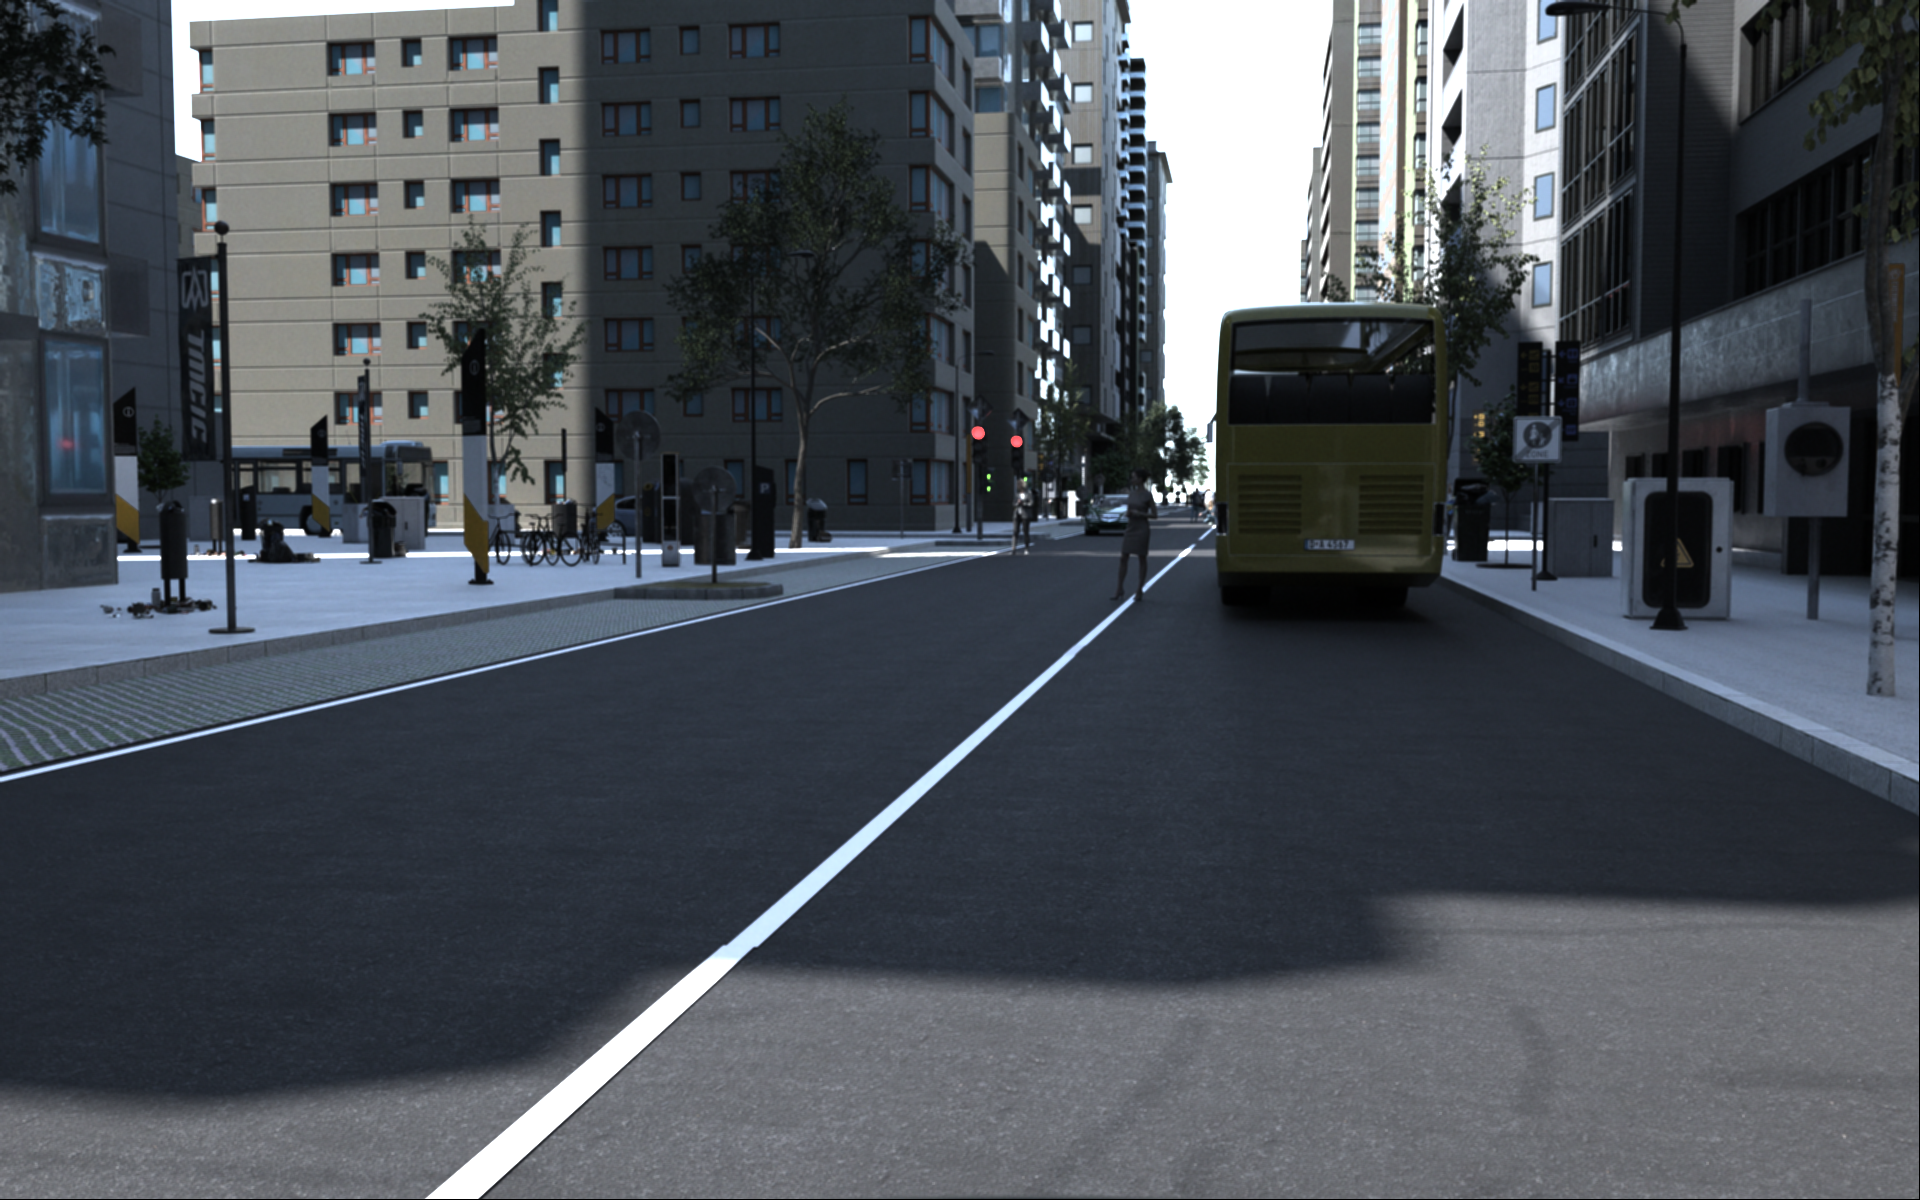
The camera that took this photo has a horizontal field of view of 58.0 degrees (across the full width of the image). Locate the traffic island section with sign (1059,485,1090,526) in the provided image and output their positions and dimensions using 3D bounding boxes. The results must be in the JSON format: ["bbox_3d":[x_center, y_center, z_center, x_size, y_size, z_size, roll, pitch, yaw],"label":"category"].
[{"bbox_3d":[5.586,-4.280,78.605,1.989,1.847,2.006,1,4,10],"label":"traffic island section with sign"}]

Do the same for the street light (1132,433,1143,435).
[{"bbox_3d":[13.216,-9.751,131.972,1.470,5.913,1.316,1,4,10],"label":"street light"}]

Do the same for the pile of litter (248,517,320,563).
[{"bbox_3d":[-12.780,-1.146,32.695,1.176,0.858,1.719,-3,4,-37],"label":"pile of litter"}]

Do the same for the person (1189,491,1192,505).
[{"bbox_3d":[28.966,-12.808,218.000,1.348,1.812,0.705,-3,5,-41],"label":"person"}]

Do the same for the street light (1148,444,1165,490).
[{"bbox_3d":[18.096,-11.562,161.585,1.470,5.913,1.316,1,4,10],"label":"street light"}]

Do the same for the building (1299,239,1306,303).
[{"bbox_3d":[61.184,-36.295,277.013,14.154,41.232,14.086,1,4,10],"label":"building"}]

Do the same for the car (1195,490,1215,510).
[{"bbox_3d":[22.261,-9.055,156.715,2.281,1.827,5.304,0,4,8],"label":"car"}]

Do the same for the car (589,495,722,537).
[{"bbox_3d":[-9.131,-2.529,53.344,4.499,1.417,2.014,1,4,11],"label":"car"}]

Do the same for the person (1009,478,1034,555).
[{"bbox_3d":[1.475,-1.974,40.959,0.537,1.800,0.526,2,4,34],"label":"person"}]

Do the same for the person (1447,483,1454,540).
[{"bbox_3d":[14.733,-2.661,52.191,0.537,1.800,0.526,0,4,7],"label":"person"}]

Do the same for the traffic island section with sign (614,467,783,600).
[{"bbox_3d":[-3.566,-0.956,24.258,1.989,1.847,2.006,1,4,10],"label":"traffic island section with sign"}]

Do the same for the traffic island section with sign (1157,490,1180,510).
[{"bbox_3d":[18.421,-8.947,154.910,1.989,1.847,2.006,1,4,10],"label":"traffic island section with sign"}]

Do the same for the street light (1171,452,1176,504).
[{"bbox_3d":[23.096,-13.359,190.957,1.470,5.913,1.316,1,4,10],"label":"street light"}]

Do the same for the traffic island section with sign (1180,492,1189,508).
[{"bbox_3d":[22.898,-10.573,181.493,1.989,1.847,2.006,1,4,10],"label":"traffic island section with sign"}]

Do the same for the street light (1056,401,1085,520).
[{"bbox_3d":[5.519,-6.982,86.694,1.470,5.913,1.316,1,4,10],"label":"street light"}]

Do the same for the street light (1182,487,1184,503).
[{"bbox_3d":[26.961,-14.767,213.977,1.470,5.913,1.316,1,4,10],"label":"street light"}]

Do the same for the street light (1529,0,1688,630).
[{"bbox_3d":[6.209,-2.682,16.388,1.470,5.913,1.316,1,4,10],"label":"street light"}]

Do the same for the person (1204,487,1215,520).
[{"bbox_3d":[13.412,-5.187,93.537,0.641,1.798,0.478,-1,4,-22],"label":"person"}]

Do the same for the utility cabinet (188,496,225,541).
[{"bbox_3d":[-20.389,-2.197,47.079,1.020,1.237,0.306,0,4,-4],"label":"utility cabinet"}]

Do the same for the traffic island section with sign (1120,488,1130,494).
[{"bbox_3d":[10.086,-5.915,105.334,1.989,1.847,2.006,1,4,10],"label":"traffic island section with sign"}]

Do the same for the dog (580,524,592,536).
[{"bbox_3d":[-11.695,-2.163,54.649,0.406,0.507,0.540,1,4,9],"label":"dog"}]

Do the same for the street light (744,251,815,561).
[{"bbox_3d":[-3.463,-3.718,33.328,1.470,5.913,1.316,1,4,10],"label":"street light"}]

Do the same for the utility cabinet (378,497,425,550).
[{"bbox_3d":[-12.844,-1.754,39.840,1.020,1.237,0.306,1,4,12],"label":"utility cabinet"}]

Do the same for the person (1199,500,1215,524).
[{"bbox_3d":[11.862,-4.163,82.064,0.738,1.151,1.012,-1,4,-19],"label":"person"}]

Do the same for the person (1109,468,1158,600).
[{"bbox_3d":[2.347,-0.888,23.366,0.599,1.781,0.374,3,5,43],"label":"person"}]

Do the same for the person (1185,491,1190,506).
[{"bbox_3d":[24.575,-10.864,186.852,0.721,1.736,1.217,2,4,28],"label":"person"}]

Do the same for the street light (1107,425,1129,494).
[{"bbox_3d":[10.475,-8.775,116.018,1.470,5.913,1.316,1,4,10],"label":"street light"}]

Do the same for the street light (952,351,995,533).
[{"bbox_3d":[0.433,-5.136,56.507,1.470,5.913,1.316,1,4,10],"label":"street light"}]

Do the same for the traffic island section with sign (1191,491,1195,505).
[{"bbox_3d":[32.133,-13.933,236.428,1.989,1.847,2.006,1,4,10],"label":"traffic island section with sign"}]

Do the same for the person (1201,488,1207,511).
[{"bbox_3d":[17.792,-7.165,125.416,0.659,1.850,0.755,3,4,37],"label":"person"}]

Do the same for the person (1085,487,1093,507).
[{"bbox_3d":[6.102,-4.552,83.175,0.600,1.795,0.529,0,4,7],"label":"person"}]

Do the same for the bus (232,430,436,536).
[{"bbox_3d":[-22.969,-3.772,56.538,13.247,3.499,2.948,1,4,11],"label":"bus"}]

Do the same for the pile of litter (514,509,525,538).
[{"bbox_3d":[-13.279,-2.238,50.559,1.176,0.858,1.719,-2,4,-33],"label":"pile of litter"}]

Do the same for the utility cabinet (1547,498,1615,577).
[{"bbox_3d":[9.602,-0.959,26.847,1.020,1.237,0.306,-1,4,-12],"label":"utility cabinet"}]

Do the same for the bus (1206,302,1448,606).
[{"bbox_3d":[4.988,-2.054,25.134,2.896,3.916,12.252,1,4,8],"label":"bus"}]

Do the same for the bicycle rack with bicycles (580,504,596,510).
[{"bbox_3d":[-11.993,-2.851,59.999,2.852,0.926,2.925,0,4,-4],"label":"bicycle rack with bicycles"}]

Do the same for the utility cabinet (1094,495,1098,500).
[{"bbox_3d":[8.663,-5.969,108.749,0.306,1.237,1.020,1,4,17],"label":"utility cabinet"}]

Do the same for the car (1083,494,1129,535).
[{"bbox_3d":[5.479,-3.037,61.451,2.131,1.459,4.920,1,4,9],"label":"car"}]

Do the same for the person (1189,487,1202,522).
[{"bbox_3d":[11.903,-4.811,87.506,0.623,1.781,0.721,0,4,3],"label":"person"}]

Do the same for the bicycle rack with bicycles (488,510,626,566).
[{"bbox_3d":[-7.393,-1.123,31.746,2.852,0.926,2.925,-2,4,-32],"label":"bicycle rack with bicycles"}]
